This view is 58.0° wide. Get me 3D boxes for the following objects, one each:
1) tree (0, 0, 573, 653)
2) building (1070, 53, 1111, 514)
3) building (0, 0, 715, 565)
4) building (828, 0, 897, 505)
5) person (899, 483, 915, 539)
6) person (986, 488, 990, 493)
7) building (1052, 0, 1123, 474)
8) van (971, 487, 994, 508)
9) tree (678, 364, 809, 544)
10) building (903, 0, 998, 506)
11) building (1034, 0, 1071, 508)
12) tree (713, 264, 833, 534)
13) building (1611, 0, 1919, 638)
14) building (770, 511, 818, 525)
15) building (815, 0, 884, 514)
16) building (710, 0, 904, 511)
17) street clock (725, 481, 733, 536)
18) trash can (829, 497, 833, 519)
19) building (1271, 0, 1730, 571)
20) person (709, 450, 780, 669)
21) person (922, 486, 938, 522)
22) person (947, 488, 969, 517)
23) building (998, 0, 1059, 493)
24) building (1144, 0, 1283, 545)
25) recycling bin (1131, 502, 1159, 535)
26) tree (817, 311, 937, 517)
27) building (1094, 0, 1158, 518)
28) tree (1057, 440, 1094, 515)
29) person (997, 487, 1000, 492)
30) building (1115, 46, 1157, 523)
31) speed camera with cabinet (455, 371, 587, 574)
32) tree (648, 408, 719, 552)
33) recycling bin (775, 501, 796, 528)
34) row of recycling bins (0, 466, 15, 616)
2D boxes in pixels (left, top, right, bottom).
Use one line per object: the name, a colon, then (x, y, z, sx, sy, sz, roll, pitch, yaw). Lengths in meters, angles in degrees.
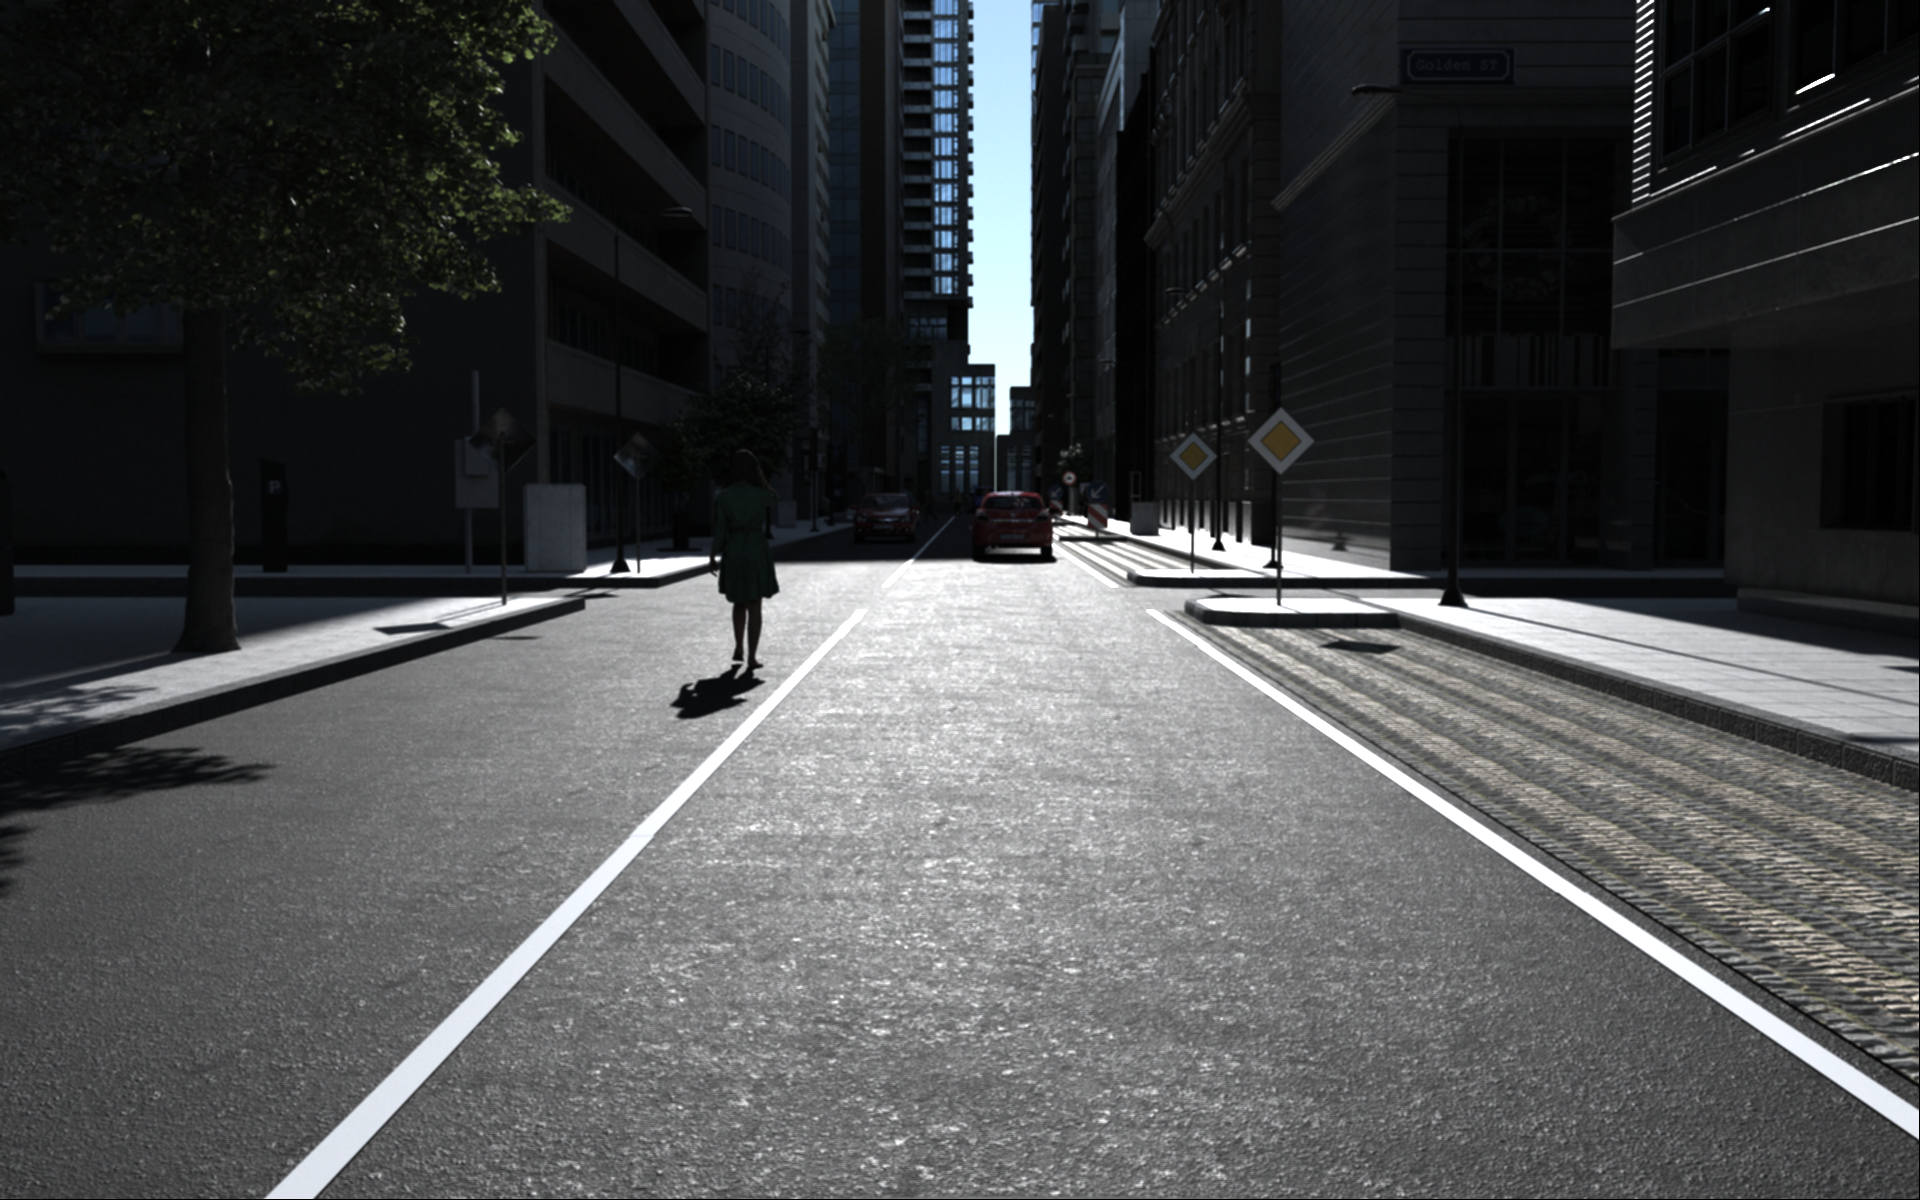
tree: (-6.386, -5.876, 14.194, 7.486, 12.596, 7.792, 0, 3, 0)
building: (14.417, -21.138, 117.313, 14.160, 30.474, 14.107, 0, 4, 1)
building: (-18.126, -25.479, 40.284, 21.300, 48.544, 21.600, 0, 4, 1)
building: (-13.105, -30.452, 148.002, 14.600, 45.320, 14.200, 0, 4, 1)
person: (-1.723, -2.822, 54.988, 0.601, 1.785, 0.444, 0, 4, 2)
person: (1.755, -5.563, 99.679, 0.699, 1.804, 1.509, 1, 4, 23)
building: (19.792, -31.815, 139.791, 23.786, 49.044, 30.456, 0, 4, 1)
van: (2.079, -8.875, 149.486, 2.240, 2.365, 5.245, 0, 3, 0)
tree: (-5.511, -3.678, 43.854, 4.285, 4.588, 4.351, 0, 3, 0)
building: (-11.558, -54.089, 197.029, 31.000, 86.520, 22.319, 0, 4, 1)
building: (18.207, -33.203, 166.575, 21.300, 48.544, 21.600, 0, 4, 1)
tree: (-6.206, -6.418, 55.304, 4.360, 8.622, 3.978, 0, 3, 0)
building: (13.749, -11.275, 3.415, 14.314, 24.678, 30.058, 0, 4, 1)
building: (-17.885, -32.466, 72.824, 21.231, 58.520, 28.212, 0, 4, 1)
building: (-21.471, -25.879, 115.000, 32.217, 40.220, 23.993, 0, 4, 1)
building: (-19.584, -38.211, 166.745, 28.212, 58.520, 21.231, 0, 4, 1)
street clock: (-6.864, -2.900, 51.986, 0.471, 2.002, 0.358, -2, 4, -26)
trash can: (-6.472, -4.793, 90.013, 0.748, 1.137, 0.748, 0, 3, 0)
building: (21.940, -15.640, 33.200, 29.804, 29.767, 11.434, 0, 4, 1)
person: (-1.786, -0.344, 14.366, 0.600, 1.795, 0.529, 0, 4, -7)
person: (-1.546, -4.871, 88.044, 0.836, 1.842, 0.656, 0, 4, -2)
person: (-0.136, -6.185, 109.722, 1.348, 1.812, 0.705, 0, 4, -3)
building: (19.638, -54.036, 196.166, 31.000, 86.520, 22.319, 0, 4, 1)
building: (13.051, -15.743, 54.658, 12.463, 27.353, 25.104, 0, 4, 1)
recycling bin: (5.830, -2.566, 54.506, 0.722, 1.027, 0.722, 1, 4, 23)
tree: (-5.400, -10.457, 96.732, 9.928, 11.665, 9.643, 0, 3, 0)
building: (13.926, -16.819, 93.009, 12.078, 24.808, 19.932, 0, 4, 1)
tree: (7.449, -7.505, 106.416, 4.285, 4.588, 4.351, 0, 3, 0)
person: (2.226, -5.691, 101.539, 0.794, 1.824, 0.713, 2, 4, 25)
building: (13.565, -15.017, 75.205, 12.332, 23.373, 15.834, 0, 4, 1)
speed camera with cabinet: (-7.167, -2.074, 28.253, 2.038, 3.252, 0.660, -1, 4, -15)
tree: (-6.294, -2.708, 38.883, 1.663, 3.219, 1.824, 0, 3, 0)
recycling bin: (-6.630, -3.263, 65.910, 0.722, 1.027, 0.722, -1, 4, -13)
row of recycling bins: (-10.846, -0.600, 16.923, 1.069, 1.692, 3.534, 1, 4, 14)
